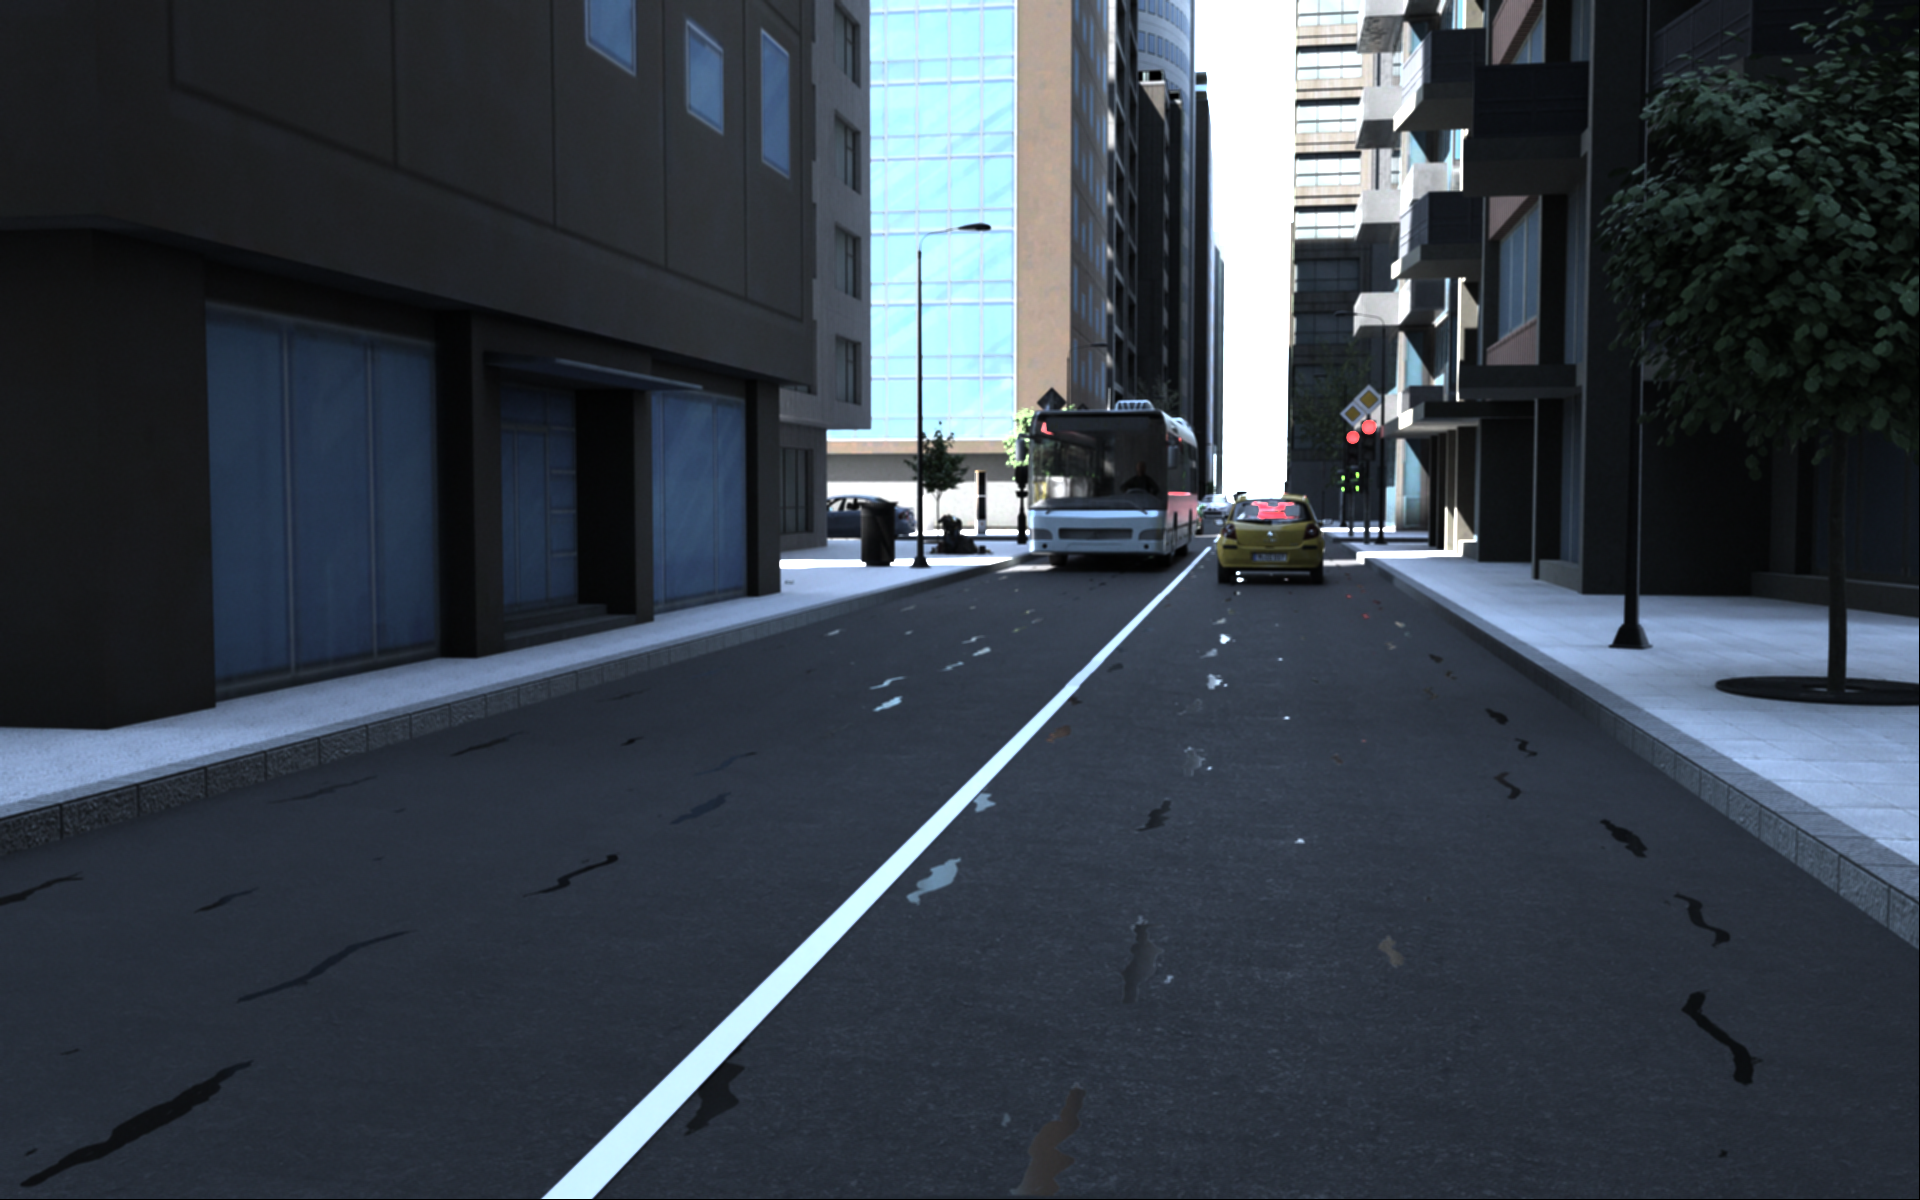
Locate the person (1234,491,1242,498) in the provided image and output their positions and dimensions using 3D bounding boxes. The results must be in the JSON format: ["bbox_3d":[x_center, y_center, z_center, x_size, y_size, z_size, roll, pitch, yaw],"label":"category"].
[{"bbox_3d":[34.905,-12.707,216.276,1.348,1.821,0.705,1,4,21],"label":"person"}]

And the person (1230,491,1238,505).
[{"bbox_3d":[35.515,-13.177,223.952,1.348,1.824,0.705,2,4,33],"label":"person"}]

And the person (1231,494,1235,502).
[{"bbox_3d":[36.559,-13.443,231.489,0.799,1.438,0.628,-1,4,-19],"label":"person"}]

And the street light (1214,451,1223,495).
[{"bbox_3d":[27.589,-13.213,188.576,1.470,5.913,1.316,1,4,10],"label":"street light"}]

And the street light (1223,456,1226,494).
[{"bbox_3d":[31.371,-14.570,210.767,1.470,5.913,1.316,1,4,10],"label":"street light"}]

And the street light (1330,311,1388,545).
[{"bbox_3d":[10.206,-4.377,44.105,1.470,5.913,1.316,1,4,10],"label":"street light"}]

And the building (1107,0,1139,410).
[{"bbox_3d":[1.091,-39.925,91.025,20.563,71.187,20.611,1,4,10],"label":"building"}]

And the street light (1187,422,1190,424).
[{"bbox_3d":[14.114,-8.515,111.763,1.470,5.913,1.316,1,4,10],"label":"street light"}]

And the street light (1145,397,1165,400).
[{"bbox_3d":[9.056,-6.737,82.692,1.470,5.913,1.316,1,4,10],"label":"street light"}]

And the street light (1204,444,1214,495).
[{"bbox_3d":[22.395,-11.430,159.423,1.470,5.913,1.316,1,4,10],"label":"street light"}]

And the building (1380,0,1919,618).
[{"bbox_3d":[18.846,-22.792,27.282,22.147,44.769,28.867,1,4,10],"label":"building"}]

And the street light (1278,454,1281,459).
[{"bbox_3d":[32.683,-12.236,172.595,1.470,5.913,1.316,1,4,10],"label":"street light"}]

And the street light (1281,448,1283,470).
[{"bbox_3d":[27.603,-10.457,143.518,1.470,5.913,1.316,1,4,10],"label":"street light"}]

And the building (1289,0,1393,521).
[{"bbox_3d":[24.155,-24.763,88.463,14.154,41.232,14.086,1,4,10],"label":"building"}]

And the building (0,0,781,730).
[{"bbox_3d":[-9.944,-22.363,15.750,14.600,45.320,14.200,1,4,10],"label":"building"}]

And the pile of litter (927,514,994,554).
[{"bbox_3d":[-0.080,-1.431,37.364,1.176,0.858,1.719,-3,5,-45],"label":"pile of litter"}]

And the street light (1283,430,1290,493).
[{"bbox_3d":[24.417,-9.377,125.859,1.470,5.913,1.316,1,4,10],"label":"street light"}]

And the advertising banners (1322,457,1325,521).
[{"bbox_3d":[15.787,-4.834,75.231,0.090,3.025,2.074,1,4,12],"label":"advertising banners"}]

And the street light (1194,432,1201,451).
[{"bbox_3d":[17.243,-9.582,129.204,1.470,5.913,1.316,1,4,10],"label":"street light"}]

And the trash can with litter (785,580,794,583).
[{"bbox_3d":[-3.496,-0.827,24.582,2.233,1.210,1.678,0,4,0],"label":"trash can with litter"}]

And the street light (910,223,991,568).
[{"bbox_3d":[-0.160,-3.509,29.920,1.470,5.913,1.316,1,4,10],"label":"street light"}]

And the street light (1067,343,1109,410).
[{"bbox_3d":[3.870,-4.948,53.442,1.470,5.913,1.316,1,4,10],"label":"street light"}]

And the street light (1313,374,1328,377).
[{"bbox_3d":[14.351,-5.784,67.116,1.470,5.913,1.316,1,4,10],"label":"street light"}]

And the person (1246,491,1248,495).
[{"bbox_3d":[42.056,-14.975,253.276,0.705,1.831,1.348,3,4,38],"label":"person"}]

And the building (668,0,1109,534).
[{"bbox_3d":[-1.799,-25.472,66.577,14.600,45.320,14.200,1,4,10],"label":"building"}]

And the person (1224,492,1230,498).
[{"bbox_3d":[31.152,-11.781,201.917,0.742,1.727,0.445,0,4,-4],"label":"person"}]

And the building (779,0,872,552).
[{"bbox_3d":[-9.692,-21.747,39.164,14.086,41.232,14.154,1,4,10],"label":"building"}]

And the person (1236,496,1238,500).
[{"bbox_3d":[36.798,-13.356,230.062,0.799,1.438,0.628,2,4,29],"label":"person"}]

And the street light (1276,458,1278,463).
[{"bbox_3d":[37.806,-14.013,201.655,1.470,5.913,1.316,1,4,10],"label":"street light"}]

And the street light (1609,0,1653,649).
[{"bbox_3d":[5.079,-2.561,14.406,1.470,5.913,1.316,1,4,10],"label":"street light"}]

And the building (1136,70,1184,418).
[{"bbox_3d":[8.005,-21.277,119.577,14.160,30.474,14.107,1,4,10],"label":"building"}]
